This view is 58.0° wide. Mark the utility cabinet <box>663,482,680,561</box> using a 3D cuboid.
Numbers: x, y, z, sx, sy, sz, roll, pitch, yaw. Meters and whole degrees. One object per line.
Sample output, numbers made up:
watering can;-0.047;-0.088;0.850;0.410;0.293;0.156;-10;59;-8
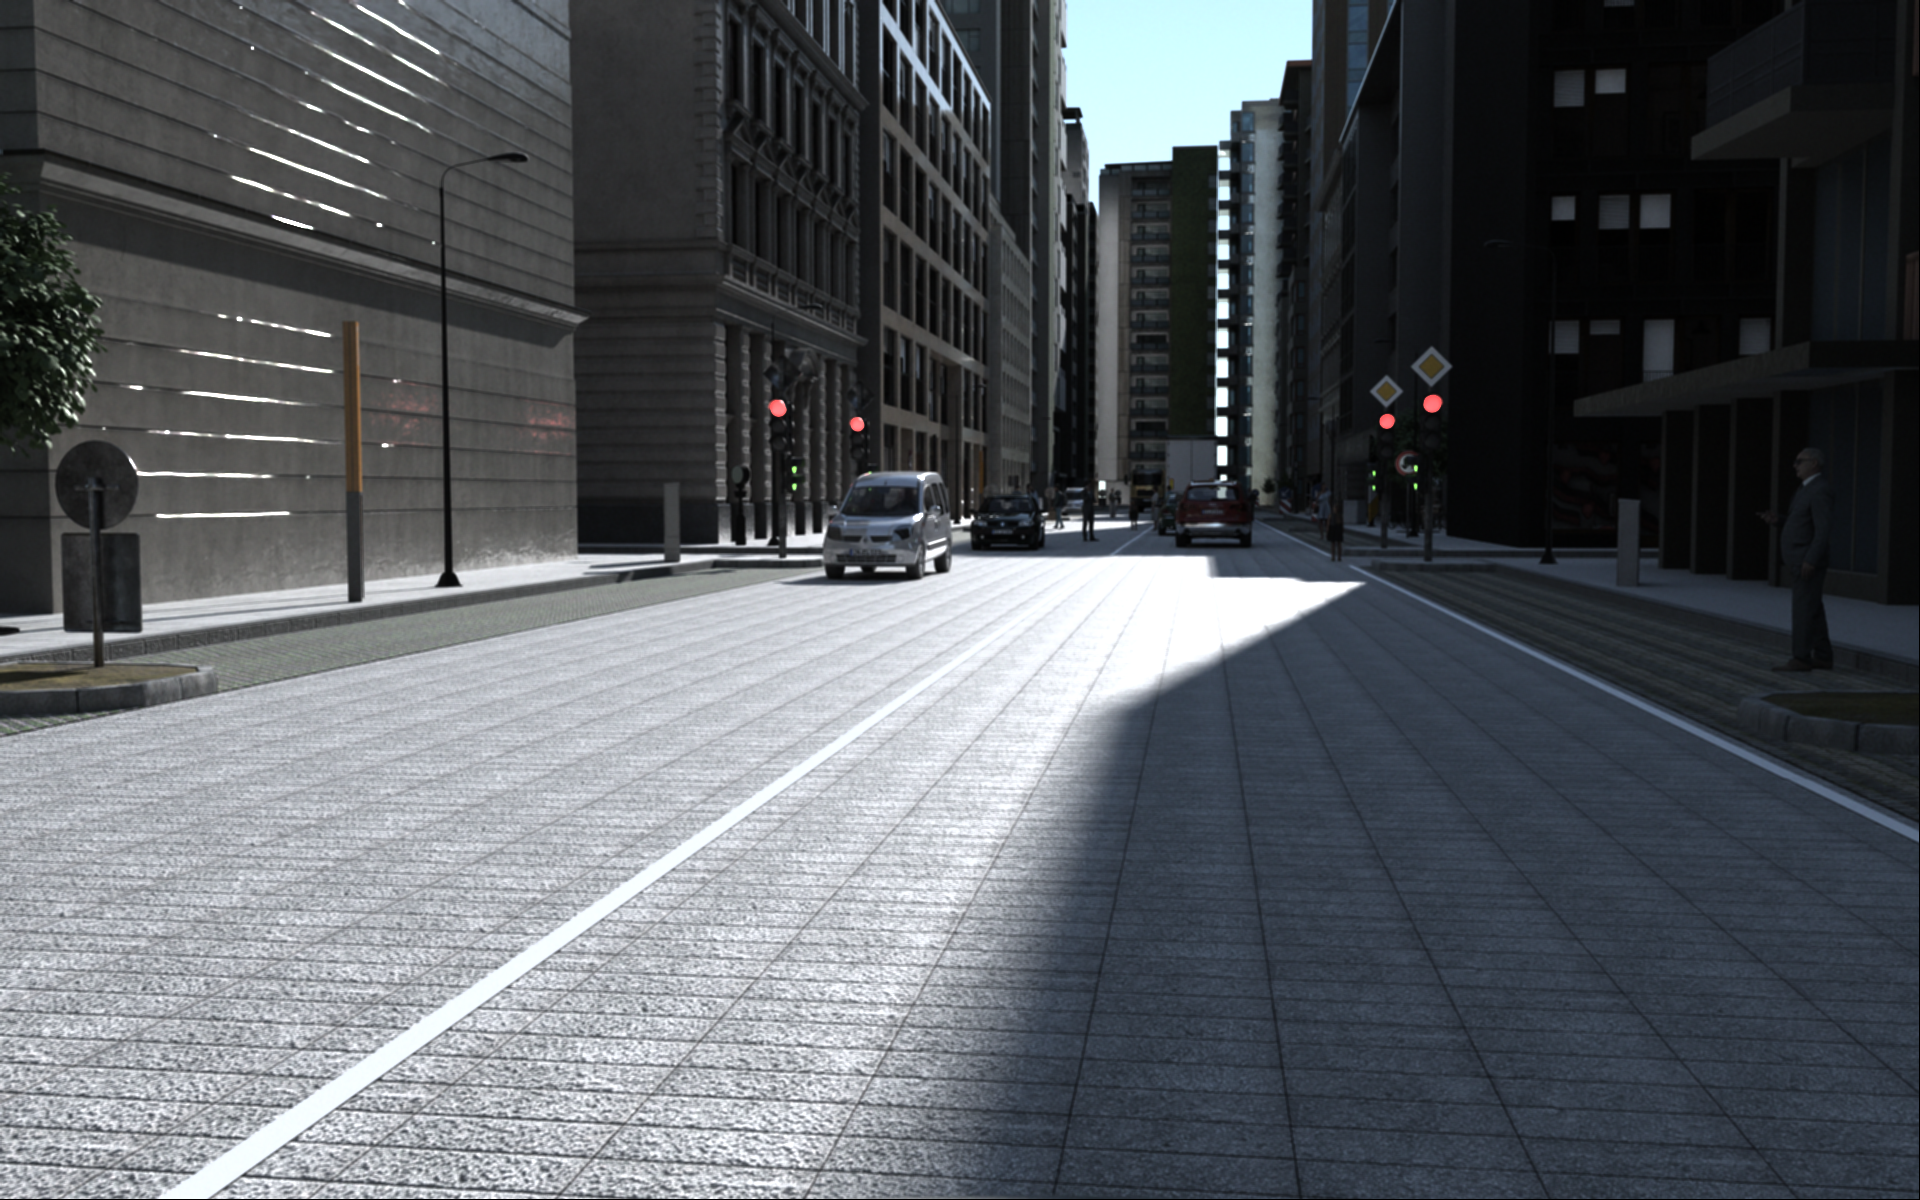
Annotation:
utility cabinet;-5.513;-1.493;33.085;0.318;1.500;1.173;-1;4;-9

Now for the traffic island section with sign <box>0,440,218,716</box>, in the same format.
traffic island section with sign;-6.388;-0.212;12.094;1.989;1.847;2.006;0;4;8

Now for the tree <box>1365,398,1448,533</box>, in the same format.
tree;15.287;-4.544;58.000;4.285;4.588;4.351;0;3;0

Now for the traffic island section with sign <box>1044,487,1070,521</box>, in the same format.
traffic island section with sign;4.933;-5.204;93.718;1.989;1.847;2.006;0;4;8

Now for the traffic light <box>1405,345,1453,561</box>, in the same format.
traffic light;8.905;-2.690;32.909;0.839;4.253;0.868;0;4;8

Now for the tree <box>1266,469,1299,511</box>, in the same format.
tree;24.701;-8.379;131.606;1.663;3.219;1.824;0;3;0

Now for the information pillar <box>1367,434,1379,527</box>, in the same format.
information pillar;16.164;-4.668;67.683;0.504;3.616;0.183;-2;4;-33

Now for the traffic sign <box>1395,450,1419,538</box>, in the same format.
traffic sign;13.053;-3.078;50.424;0.768;2.556;0.104;1;4;11

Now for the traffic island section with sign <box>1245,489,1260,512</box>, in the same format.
traffic island section with sign;24.029;-8.143;141.760;1.989;1.847;2.006;0;4;8

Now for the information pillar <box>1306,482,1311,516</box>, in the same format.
information pillar;20.846;-6.062;103.601;0.304;2.012;0.304;1;4;17

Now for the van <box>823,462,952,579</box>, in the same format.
van;-1.226;-1.439;30.539;2.013;2.044;4.112;1;4;9

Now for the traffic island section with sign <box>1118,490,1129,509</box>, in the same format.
traffic island section with sign;15.698;-9.954;171.375;1.989;1.847;2.006;0;4;8

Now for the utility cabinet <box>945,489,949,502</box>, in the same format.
utility cabinet;-0.932;-3.687;68.965;0.318;1.500;1.173;3;4;36

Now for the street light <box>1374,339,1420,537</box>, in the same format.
street light;13.093;-4.856;51.944;1.470;5.913;1.316;0;4;8

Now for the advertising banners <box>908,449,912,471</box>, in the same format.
advertising banners;-2.112;-4.309;66.644;0.090;3.025;2.074;1;4;14

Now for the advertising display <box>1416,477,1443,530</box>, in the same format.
advertising display;16.649;-3.449;61.600;0.974;1.923;0.123;1;4;21

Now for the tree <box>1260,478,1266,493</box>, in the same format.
tree;30.006;-10.664;168.955;1.663;3.219;1.824;0;3;0

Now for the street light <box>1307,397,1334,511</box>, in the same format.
street light;17.336;-6.763;83.122;1.470;5.913;1.316;0;4;8

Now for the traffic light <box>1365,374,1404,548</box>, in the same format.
traffic light;10.002;-3.174;40.819;0.839;4.253;0.868;0;4;8

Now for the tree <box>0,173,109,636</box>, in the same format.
tree;-9.412;-1.956;15.699;4.285;4.588;4.351;0;3;0

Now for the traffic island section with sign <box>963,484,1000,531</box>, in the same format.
traffic island section with sign;1.223;-3.569;66.989;1.989;1.847;2.006;0;4;8

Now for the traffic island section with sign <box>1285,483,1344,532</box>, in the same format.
traffic island section with sign;13.463;-3.482;65.554;1.989;1.847;2.006;0;4;8

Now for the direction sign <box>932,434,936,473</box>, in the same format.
direction sign;-0.981;-4.532;66.097;0.379;3.537;0.876;0;4;-8

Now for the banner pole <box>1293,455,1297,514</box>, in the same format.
banner pole;21.512;-7.414;111.231;0.401;3.779;0.863;0;4;-7

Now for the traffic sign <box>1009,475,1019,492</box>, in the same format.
traffic sign;2.948;-5.659;94.651;0.606;2.300;0.079;1;4;15

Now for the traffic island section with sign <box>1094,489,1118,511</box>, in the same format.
traffic island section with sign;11.908;-8.281;144.018;1.989;1.847;2.006;0;4;8

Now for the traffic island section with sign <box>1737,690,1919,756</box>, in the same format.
traffic island section with sign;5.789;-0.098;10.228;1.989;1.847;2.006;0;4;8

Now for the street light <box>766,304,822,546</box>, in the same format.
street light;-4.069;-4.287;42.637;1.470;5.913;1.316;0;4;8

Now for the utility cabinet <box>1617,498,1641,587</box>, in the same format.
utility cabinet;9.459;-0.814;24.469;0.306;1.237;1.020;1;4;22

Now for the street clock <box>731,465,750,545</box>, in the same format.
street clock;-5.488;-2.370;43.317;0.471;2.002;0.358;3;5;41

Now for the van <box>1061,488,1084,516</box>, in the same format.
van;7.613;-6.569;114.421;2.013;2.044;4.112;0;4;7

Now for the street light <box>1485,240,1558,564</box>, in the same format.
street light;10.299;-3.624;31.796;1.470;5.913;1.316;0;4;8

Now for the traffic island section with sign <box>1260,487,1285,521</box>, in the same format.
traffic island section with sign;17.193;-5.121;92.357;1.989;1.847;2.006;0;4;8

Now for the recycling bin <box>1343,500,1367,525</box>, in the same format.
recycling bin;16.721;-3.715;73.294;0.722;1.027;0.722;-3;5;-41

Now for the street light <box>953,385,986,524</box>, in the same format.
street light;0.406;-6.192;73.782;1.470;5.913;1.316;0;4;8

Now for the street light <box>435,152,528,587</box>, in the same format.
street light;-6.559;-3.134;23.777;1.470;5.913;1.316;0;4;8

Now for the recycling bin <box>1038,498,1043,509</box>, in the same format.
recycling bin;5.114;-6.394;117.088;0.722;1.027;0.722;-2;4;-28

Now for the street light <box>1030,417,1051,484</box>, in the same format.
street light;4.805;-8.098;104.938;1.470;5.913;1.316;0;4;8

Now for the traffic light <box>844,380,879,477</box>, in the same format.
traffic light;-2.443;-3.278;42.522;0.839;4.253;0.868;0;4;8

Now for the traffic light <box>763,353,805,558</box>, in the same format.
traffic light;-3.540;-2.795;34.612;0.839;4.253;0.868;0;4;8

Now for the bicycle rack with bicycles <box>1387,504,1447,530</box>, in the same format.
bicycle rack with bicycles;16.921;-3.058;63.373;2.925;0.926;2.852;-1;4;-18

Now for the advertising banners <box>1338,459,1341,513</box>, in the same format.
advertising banners;16.774;-4.917;76.577;0.090;3.025;2.074;1;4;10

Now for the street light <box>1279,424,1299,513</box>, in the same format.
street light;21.741;-8.681;114.470;1.470;5.913;1.316;0;4;8
